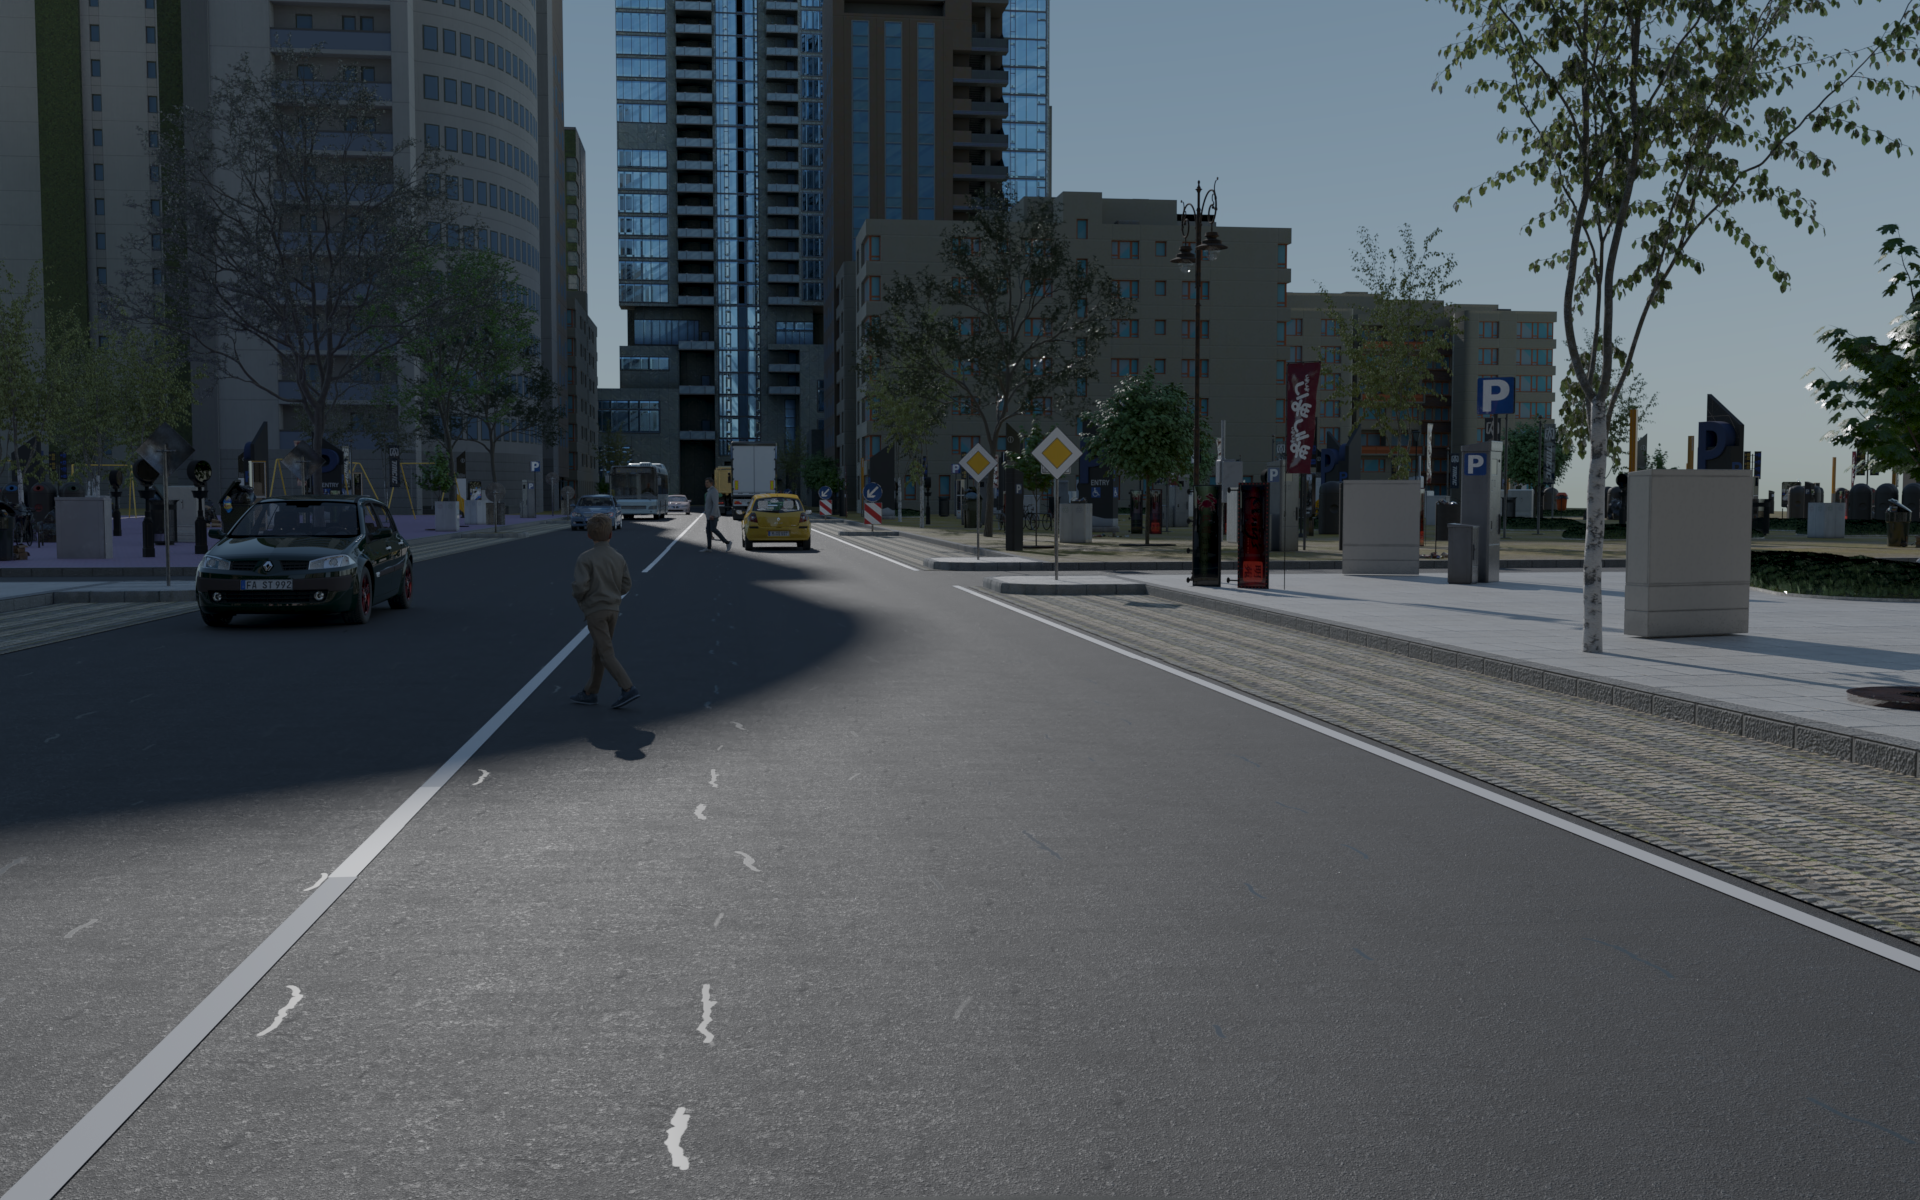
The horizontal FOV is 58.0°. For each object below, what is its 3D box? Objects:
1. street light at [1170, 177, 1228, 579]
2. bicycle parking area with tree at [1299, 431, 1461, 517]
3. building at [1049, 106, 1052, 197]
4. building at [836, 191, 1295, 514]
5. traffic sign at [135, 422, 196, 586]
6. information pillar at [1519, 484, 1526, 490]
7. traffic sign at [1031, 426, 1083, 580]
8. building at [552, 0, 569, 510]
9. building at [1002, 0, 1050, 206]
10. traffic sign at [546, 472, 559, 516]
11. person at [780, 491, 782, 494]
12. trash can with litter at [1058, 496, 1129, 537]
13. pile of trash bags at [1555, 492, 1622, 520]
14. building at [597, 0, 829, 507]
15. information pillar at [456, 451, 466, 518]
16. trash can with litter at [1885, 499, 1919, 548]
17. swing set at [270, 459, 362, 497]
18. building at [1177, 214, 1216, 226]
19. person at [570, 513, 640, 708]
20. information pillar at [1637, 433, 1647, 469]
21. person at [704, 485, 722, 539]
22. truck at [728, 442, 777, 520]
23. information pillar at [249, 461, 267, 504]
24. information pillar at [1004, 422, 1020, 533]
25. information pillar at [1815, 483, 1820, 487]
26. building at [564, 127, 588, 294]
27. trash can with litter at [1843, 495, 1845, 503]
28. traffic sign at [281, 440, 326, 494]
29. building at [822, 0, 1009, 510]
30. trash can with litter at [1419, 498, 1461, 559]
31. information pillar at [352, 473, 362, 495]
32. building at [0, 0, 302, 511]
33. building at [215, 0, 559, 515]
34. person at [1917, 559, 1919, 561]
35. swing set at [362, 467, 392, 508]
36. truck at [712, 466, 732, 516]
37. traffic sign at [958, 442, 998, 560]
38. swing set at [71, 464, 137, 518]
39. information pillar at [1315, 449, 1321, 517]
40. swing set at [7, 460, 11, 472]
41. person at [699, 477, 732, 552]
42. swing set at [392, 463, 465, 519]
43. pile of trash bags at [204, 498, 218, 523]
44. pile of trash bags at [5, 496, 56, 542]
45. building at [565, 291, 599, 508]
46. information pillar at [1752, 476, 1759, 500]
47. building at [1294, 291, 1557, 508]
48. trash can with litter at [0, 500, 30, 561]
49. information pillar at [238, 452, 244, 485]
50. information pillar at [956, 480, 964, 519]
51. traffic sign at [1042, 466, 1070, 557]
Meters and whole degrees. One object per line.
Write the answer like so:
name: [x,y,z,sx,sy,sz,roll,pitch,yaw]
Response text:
street light: [3.517,-3.235,25.677,0.468,5.910,1.993,0,4,-8]
bicycle parking area with tree: [19.688,-5.768,81.304,9.016,4.147,8.231,0,4,-8]
building: [-1.460,-35.599,205.748,21.600,48.544,21.300,0,4,-8]
building: [5.849,-17.132,125.151,27.650,21.520,28.899,0,4,-8]
traffic sign: [-11.043,-1.252,24.110,0.795,2.450,0.064,0,4,-8]
information pillar: [35.725,-7.254,109.956,0.504,3.616,0.183,1,4,16]
traffic sign: [1.437,-1.355,25.796,0.795,2.450,0.064,0,4,-8]
building: [-39.584,-29.975,140.194,14.600,45.320,14.200,0,4,-8]
building: [-3.025,-52.220,166.470,22.319,86.520,31.000,0,4,-8]
traffic sign: [-23.677,-6.149,100.648,0.768,2.556,0.104,0,4,-7]
person: [-16.115,-8.965,155.631,0.434,1.755,0.990,-3,4,-38]
trash can with litter: [3.969,-2.490,51.771,2.233,1.210,1.678,0,4,-3]
pile of trash bags: [31.366,-4.664,86.006,3.447,1.369,1.912,1,4,23]
building: [-27.711,-54.351,201.315,31.000,86.520,22.319,0,4,-8]
information pillar: [-26.596,-6.182,92.429,0.504,3.616,0.183,-2,4,-25]
trash can with litter: [22.923,-1.861,41.807,1.055,1.170,0.624,2,4,32]
swing set: [-28.728,-4.845,76.830,3.119,2.851,2.862,0,4,1]
building: [17.913,-24.959,179.788,14.107,30.474,14.160,0,4,-8]
person: [-2.416,0.070,11.636,0.640,1.303,0.475,2,4,26]
information pillar: [26.255,-4.617,66.842,0.504,3.616,0.183,0,4,0]
person: [-7.968,-2.858,55.475,0.600,1.795,0.529,1,4,20]
truck: [-11.772,-6.698,98.427,2.839,4.237,11.283,0,4,-7]
information pillar: [-15.617,-2.083,38.545,0.304,2.012,0.304,-2,4,-34]
information pillar: [1.713,-3.989,56.575,0.504,3.616,0.183,-1,4,-20]
information pillar: [54.959,-6.522,111.128,0.304,2.012,0.304,1,4,9]
building: [-49.430,-31.288,195.161,14.086,41.232,14.154,0,4,-8]
trash can with litter: [47.027,-4.926,91.591,1.678,1.210,2.233,-2,4,-27]
traffic sign: [-12.130,-1.736,32.021,0.795,2.450,0.064,0,4,-8]
building: [-4.109,-30.255,144.772,14.600,45.320,14.200,0,4,-8]
trash can with litter: [9.461,-1.464,34.991,2.233,1.210,1.678,1,4,9]
information pillar: [-20.702,-3.365,59.517,0.304,2.012,0.304,-2,4,-24]
building: [-79.616,-37.895,161.575,28.212,58.520,21.231,0,4,-8]
building: [-39.747,-35.228,117.983,21.231,58.520,28.212,0,4,-8]
person: [18.557,-1.464,33.114,0.598,1.740,0.731,-1,4,-22]
swing set: [-29.918,-5.357,85.212,2.862,2.851,3.119,0,4,-5]
truck: [-15.357,-7.499,118.534,3.469,3.379,9.791,0,4,-6]
traffic sign: [0.351,-1.839,33.707,0.795,2.450,0.064,0,4,-8]
swing set: [-45.494,-5.784,92.184,3.119,2.851,2.862,-2,4,-32]
information pillar: [18.224,-5.886,87.588,0.504,3.616,0.183,1,4,20]
swing set: [-44.315,-5.035,79.946,3.119,2.851,2.862,0,4,5]
person: [-6.034,-2.103,42.738,0.795,1.843,0.661,-1,4,-16]
swing set: [-26.877,-5.453,86.776,3.119,2.851,2.862,1,4,12]
pile of trash bags: [-35.066,-4.165,77.845,3.447,1.369,1.912,1,4,18]
pile of trash bags: [-25.427,-2.251,46.558,3.447,1.369,1.912,0,4,-1]
building: [-49.982,-19.515,164.113,28.899,21.520,27.650,0,4,-8]
information pillar: [32.988,-4.132,72.048,0.304,2.012,0.304,-1,4,-17]
building: [40.207,-20.227,175.758,28.899,21.520,27.650,0,4,-8]
trash can with litter: [-18.476,-1.349,33.444,0.624,1.170,1.055,0,4,-2]
information pillar: [-36.908,-5.987,89.242,0.504,3.616,0.183,-2,4,-24]
information pillar: [0.020,-5.140,88.529,0.304,2.012,0.304,2,4,32]
traffic sign: [1.960,-2.040,35.479,0.606,2.300,0.079,0,4,-4]
